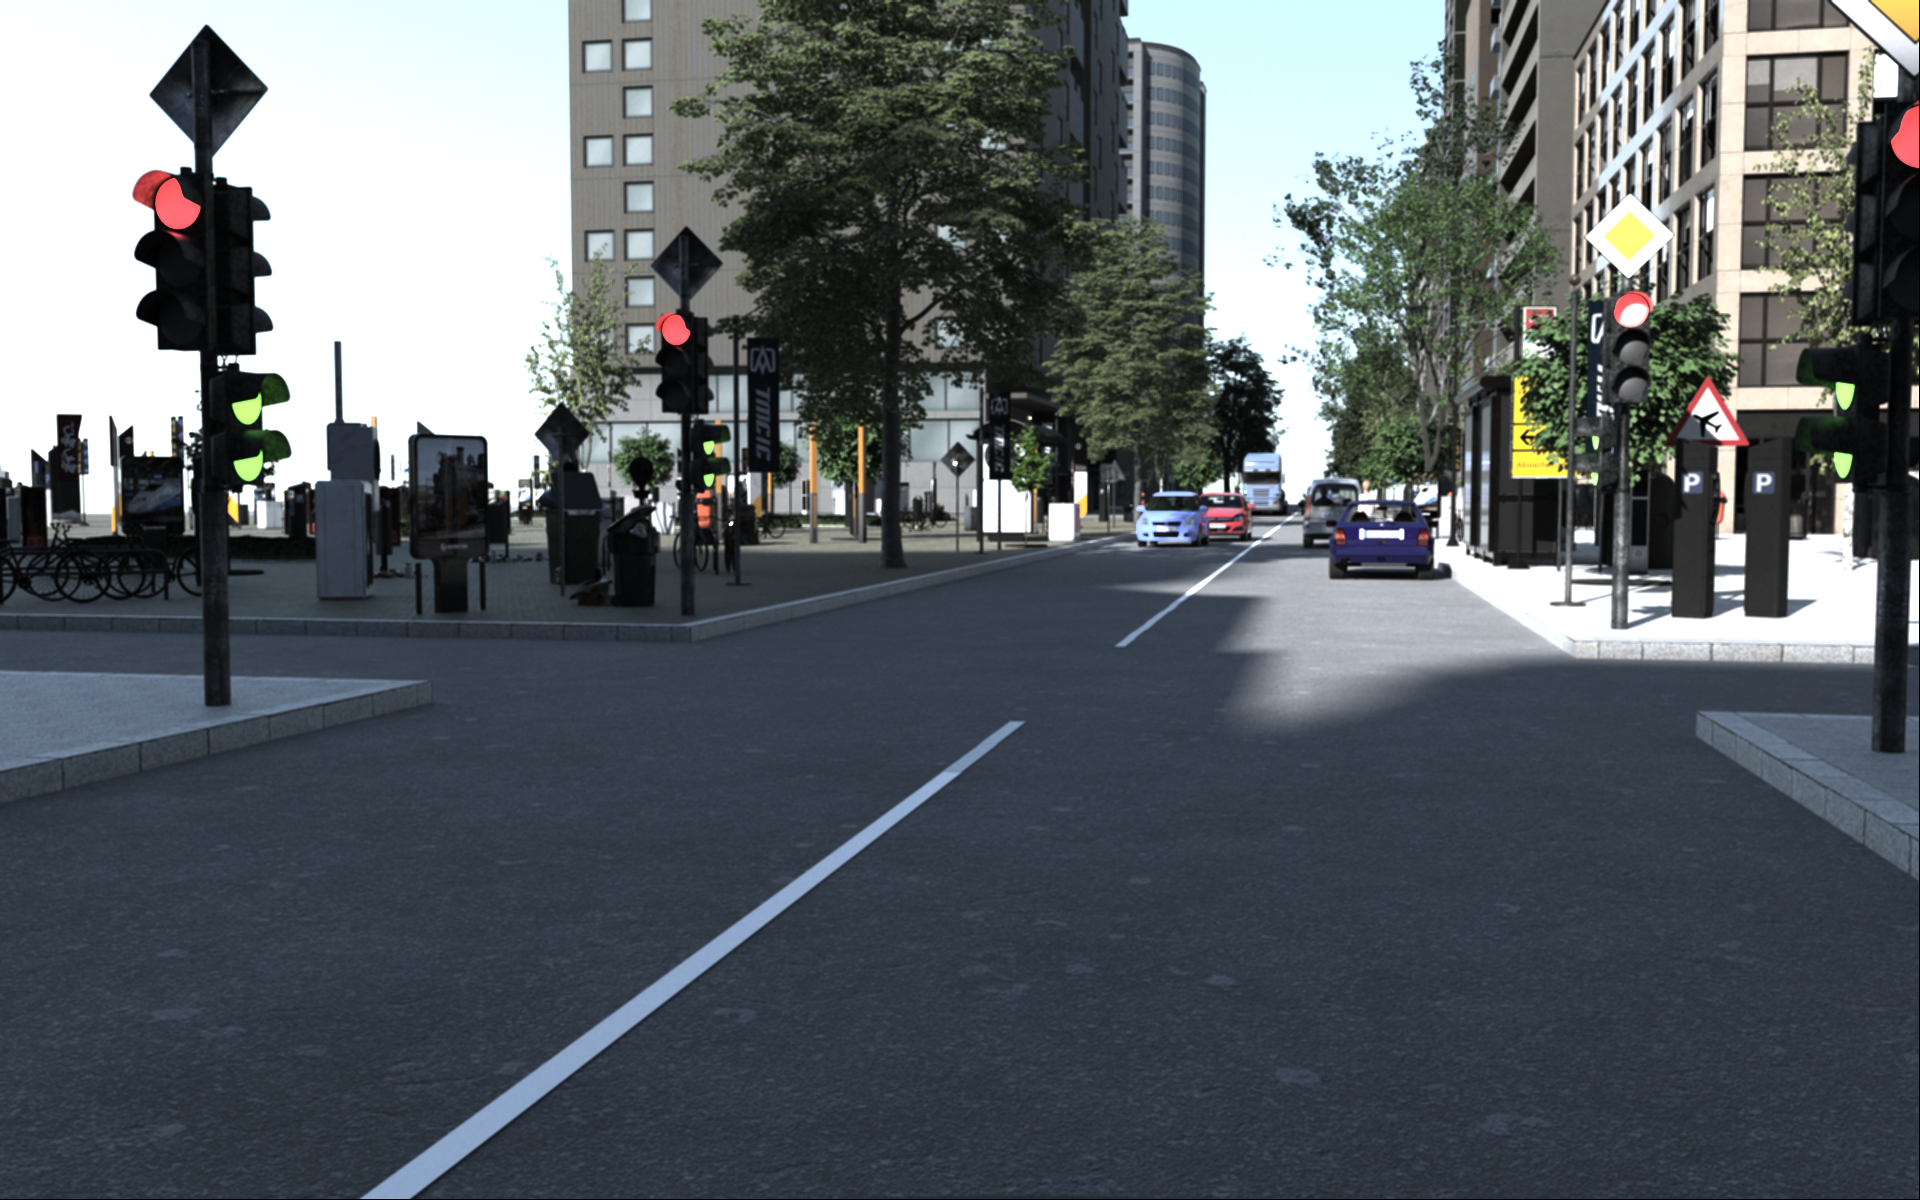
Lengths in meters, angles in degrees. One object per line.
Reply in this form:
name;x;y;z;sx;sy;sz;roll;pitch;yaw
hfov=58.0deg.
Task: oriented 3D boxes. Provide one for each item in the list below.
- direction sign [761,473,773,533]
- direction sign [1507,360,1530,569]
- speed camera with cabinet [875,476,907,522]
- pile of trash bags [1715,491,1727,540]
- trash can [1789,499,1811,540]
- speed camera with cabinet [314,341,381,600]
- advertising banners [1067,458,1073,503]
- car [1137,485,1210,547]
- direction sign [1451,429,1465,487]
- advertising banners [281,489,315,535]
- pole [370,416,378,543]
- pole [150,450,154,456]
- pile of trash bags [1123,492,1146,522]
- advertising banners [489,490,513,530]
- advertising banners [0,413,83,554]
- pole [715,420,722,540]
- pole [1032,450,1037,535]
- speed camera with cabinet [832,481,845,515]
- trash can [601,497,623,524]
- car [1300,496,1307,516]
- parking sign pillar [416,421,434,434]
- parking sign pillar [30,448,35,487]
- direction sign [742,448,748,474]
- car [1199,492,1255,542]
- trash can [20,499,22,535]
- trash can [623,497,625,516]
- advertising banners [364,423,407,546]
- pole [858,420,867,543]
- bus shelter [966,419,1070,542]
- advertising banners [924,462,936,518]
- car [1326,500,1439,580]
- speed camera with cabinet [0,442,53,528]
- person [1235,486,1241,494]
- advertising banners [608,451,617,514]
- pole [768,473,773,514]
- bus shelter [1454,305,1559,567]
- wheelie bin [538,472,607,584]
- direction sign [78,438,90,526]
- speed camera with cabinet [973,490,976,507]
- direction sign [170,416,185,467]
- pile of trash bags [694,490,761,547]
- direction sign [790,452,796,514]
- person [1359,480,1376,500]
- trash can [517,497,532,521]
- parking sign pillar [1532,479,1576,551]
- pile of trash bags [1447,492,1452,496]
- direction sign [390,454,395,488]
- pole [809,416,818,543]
direction sign;-6.400;-3.991;57.255;0.876;3.537;0.379;0;4;0
direction sign;9.594;-2.303;29.645;0.379;3.537;0.876;2;4;29
speed camera with cabinet;-3.184;-5.189;79.171;0.660;3.252;2.038;2;4;31
pile of trash bags;20.077;-2.423;49.365;3.447;1.369;1.912;3;5;44
trash can;23.329;-2.247;48.387;0.748;1.137;0.748;0;3;0
speed camera with cabinet;-7.697;-1.681;21.821;0.660;3.252;2.038;-1;4;-13
advertising banners;5.429;-5.438;85.094;0.090;3.025;2.074;0;4;-2
car;5.901;-2.334;47.746;1.945;1.707;3.694;1;4;13
direction sign;17.415;-4.159;59.995;0.876;3.537;0.379;3;5;40
advertising banners;-20.532;-3.607;55.158;2.074;3.025;0.090;-2;4;-32
pole;-15.300;-3.148;45.312;0.158;3.312;0.155;0;3;0
pole;-37.449;-5.292;80.363;0.158;3.312;0.155;0;3;0
pile of trash bags;8.503;-4.319;80.361;1.912;1.369;3.447;0;3;0
advertising banners;-16.260;-3.832;58.844;2.074;3.025;0.090;0;4;-6
advertising banners;-20.069;-2.523;37.438;2.074;3.025;0.090;-1;4;-20
pole;-6.674;-3.305;47.879;0.158;3.312;0.155;0;3;0
pole;2.340;-3.690;54.172;0.158;3.312;0.155;0;3;0
speed camera with cabinet;-6.039;-5.728;87.994;0.660;3.252;2.038;-1;4;-15
trash can;-14.084;-3.524;69.271;0.748;1.137;0.748;0;3;0
car;23.889;-6.383;116.158;2.131;1.459;4.920;1;4;13
parking sign pillar;-19.427;-4.591;63.541;1.447;3.967;1.447;1;4;22
parking sign pillar;-54.389;-6.987;102.706;1.447;3.967;1.447;1;4;17
direction sign;-10.424;-5.725;85.603;0.379;3.537;0.876;3;5;41
car;8.065;-2.723;53.561;2.155;1.783;4.494;1;4;12
trash can;-29.368;-2.608;54.298;0.748;1.137;0.748;0;3;0
trash can;-17.241;-4.626;87.293;0.748;1.137;0.748;0;3;0
advertising banners;-14.115;-2.859;42.927;2.074;3.025;0.090;-1;4;-21
pole;-2.558;-3.151;45.363;0.158;3.312;0.155;0;3;0
bus shelter;1.706;-3.364;48.919;2.014;3.302;5.546;1;4;12
advertising banners;-1.586;-5.977;93.908;0.090;3.025;2.074;1;4;17
car;7.383;-1.085;30.325;1.945;1.354;3.894;1;4;14
speed camera with cabinet;-35.620;-4.365;65.710;2.038;3.252;0.660;-2;4;-29
person;12.499;-4.247;78.339;0.834;1.777;0.661;1;4;15
advertising banners;-14.367;-4.609;71.547;0.090;3.025;2.074;0;4;-3
pole;-8.752;-5.266;79.937;0.158;3.312;0.155;0;3;0
bus shelter;11.133;-3.490;34.699;2.179;5.291;8.768;1;4;12
wheelie bin;-5.582;-1.035;24.833;0.980;1.594;0.693;-2;4;-35
direction sign;-35.617;-4.792;70.347;0.876;3.537;0.379;2;4;33
speed camera with cabinet;1.543;-4.390;66.105;2.038;3.252;0.660;1;4;23
direction sign;-22.684;-3.564;50.274;0.876;3.537;0.379;3;5;45
pile of trash bags;-6.064;-2.054;43.340;1.912;1.369;3.447;0;4;2
direction sign;-9.201;-6.239;94.006;0.876;3.537;0.379;3;5;44
person;9.089;-1.762;37.975;0.731;1.740;0.598;-3;5;-42
trash can;-20.645;-4.317;82.228;0.748;1.137;0.748;0;3;0
parking sign pillar;13.378;-3.129;39.625;1.447;3.967;1.447;0;4;2
pile of trash bags;23.329;-4.130;77.282;3.447;1.369;1.912;-1;4;-11
direction sign;-32.193;-6.505;98.353;0.379;3.537;0.876;-2;4;-31
pole;-3.812;-3.131;45.038;0.158;3.312;0.155;0;3;0
